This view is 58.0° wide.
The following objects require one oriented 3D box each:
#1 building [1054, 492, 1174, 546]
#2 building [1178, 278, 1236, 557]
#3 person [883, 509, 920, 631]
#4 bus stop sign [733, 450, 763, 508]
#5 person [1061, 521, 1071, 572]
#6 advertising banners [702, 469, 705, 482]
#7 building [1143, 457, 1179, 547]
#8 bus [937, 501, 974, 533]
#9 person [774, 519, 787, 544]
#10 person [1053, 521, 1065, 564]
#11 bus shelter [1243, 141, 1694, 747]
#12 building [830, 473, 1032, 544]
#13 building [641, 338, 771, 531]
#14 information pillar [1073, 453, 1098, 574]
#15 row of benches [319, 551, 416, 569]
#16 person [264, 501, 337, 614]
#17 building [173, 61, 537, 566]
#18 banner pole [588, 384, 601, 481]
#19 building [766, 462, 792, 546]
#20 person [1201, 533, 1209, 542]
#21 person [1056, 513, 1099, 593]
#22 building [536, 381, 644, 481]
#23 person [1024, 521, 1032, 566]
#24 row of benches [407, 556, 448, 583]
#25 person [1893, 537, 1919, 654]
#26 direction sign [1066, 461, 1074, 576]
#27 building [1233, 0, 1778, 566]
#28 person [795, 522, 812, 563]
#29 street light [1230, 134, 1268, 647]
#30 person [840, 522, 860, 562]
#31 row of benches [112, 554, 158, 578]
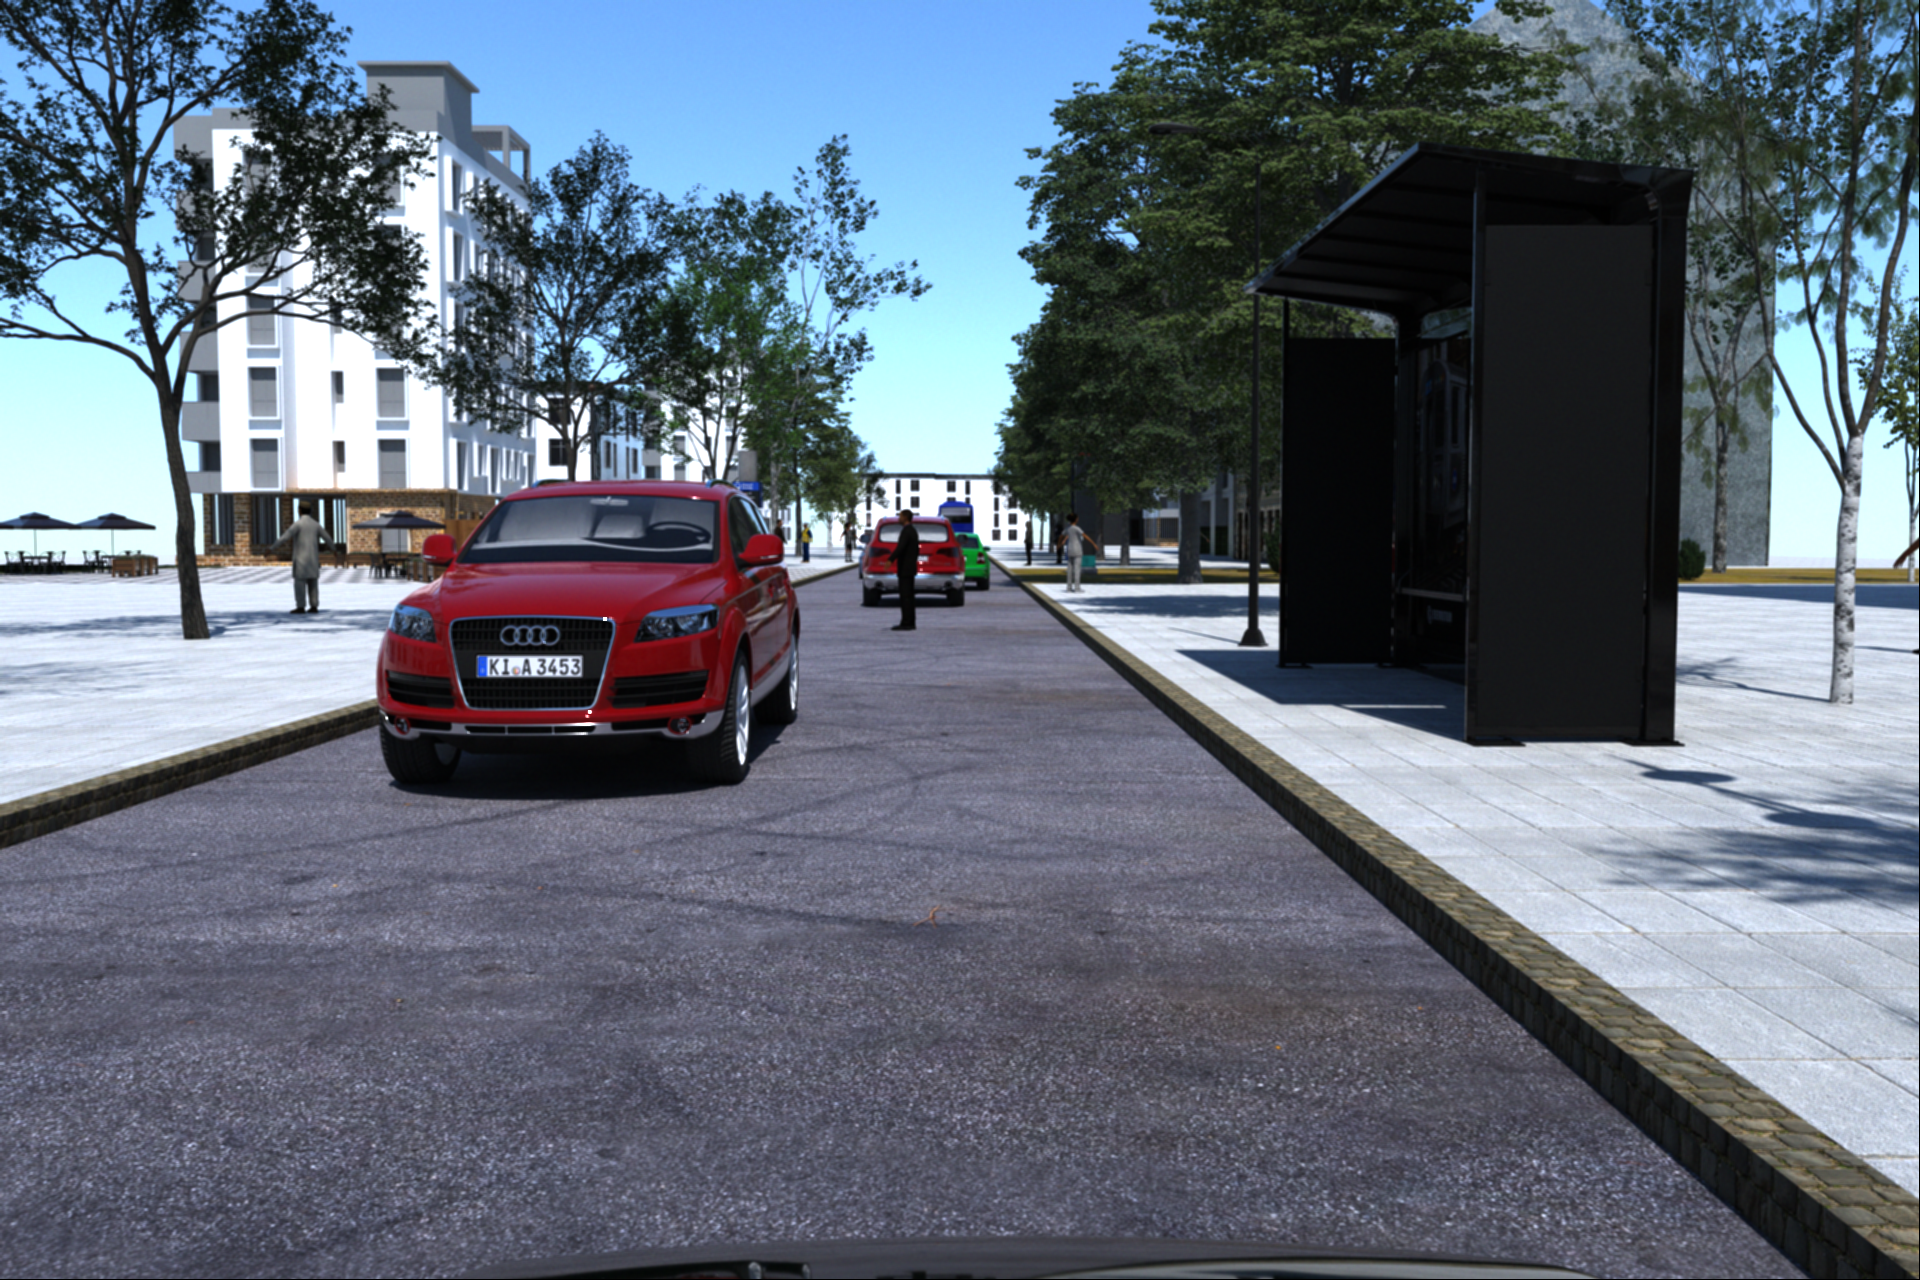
[{"bbox_3d":[24.515,-22.184,206.683,27.936,21.610,32.646,0,4,0],"label":"building"},{"bbox_3d":[23.579,-14.553,104.398,16.747,18.905,31.486,0,3,0],"label":"building"},{"bbox_3d":[-0.823,-1.051,25.863,0.704,1.802,1.346,1,4,16],"label":"person"},{"bbox_3d":[-6.712,-4.026,54.845,0.837,3.901,0.837,0,4,0],"label":"bus stop sign"},{"bbox_3d":[3.760,-3.212,58.645,0.704,1.817,1.347,2,4,23],"label":"person"},{"bbox_3d":[-6.941,-3.064,46.290,0.090,3.025,2.074,0,3,0],"label":"advertising banners"},{"bbox_3d":[24.815,-20.090,184.887,16.016,20.090,11.380,0,4,0],"label":"building"},{"bbox_3d":[-0.387,-8.441,129.549,2.896,3.916,12.251,0,4,-1],"label":"bus"},{"bbox_3d":[-6.397,-3.396,61.658,0.704,1.812,1.346,0,4,7],"label":"person"},{"bbox_3d":[4.235,-4.211,74.630,0.705,1.856,1.354,0,4,-6],"label":"person"},{"bbox_3d":[3.581,-1.360,13.515,1.731,3.624,6.357,0,4,0],"label":"bus shelter"},{"bbox_3d":[-3.947,-17.981,238.585,28.070,9.664,9.099,0,4,-7],"label":"building"},{"bbox_3d":[-24.609,-19.049,167.871,16.016,20.090,11.380,0,4,-1],"label":"building"},{"bbox_3d":[4.012,-4.039,55.422,0.750,3.857,0.750,0,4,1],"label":"information pillar"},{"bbox_3d":[-22.139,-2.998,64.484,4.104,0.672,1.422,1,4,10],"label":"row of benches"},{"bbox_3d":[-10.610,-1.342,28.028,0.704,1.819,1.344,2,4,33],"label":"person"},{"bbox_3d":[-25.535,-13.108,70.732,16.016,20.090,11.380,0,4,1],"label":"building"},{"bbox_3d":[-6.143,-2.399,29.247,0.401,3.779,0.863,0,4,1],"label":"banner pole"},{"bbox_3d":[-23.908,-15.790,200.312,9.099,9.664,28.070,0,4,0],"label":"building"},{"bbox_3d":[10.382,-4.312,76.778,1.348,1.796,0.705,-1,4,-11],"label":"person"},{"bbox_3d":[2.561,-1.912,38.034,0.721,1.739,1.217,-3,5,-44],"label":"person"},{"bbox_3d":[-24.399,-10.202,108.949,9.099,9.664,28.070,0,4,0],"label":"building"},{"bbox_3d":[2.752,-3.931,70.401,0.705,1.813,1.348,0,4,7],"label":"person"},{"bbox_3d":[-14.086,-1.882,46.226,1.422,0.672,4.104,-2,4,-27],"label":"row of benches"},{"bbox_3d":[10.380,-0.768,18.340,0.704,1.855,1.343,0,4,-3],"label":"person"},{"bbox_3d":[3.421,-3.710,52.650,0.379,3.537,0.876,0,4,-1],"label":"direction sign"},{"bbox_3d":[22.931,-15.064,77.221,19.493,23.208,18.063,0,4,0],"label":"building"},{"bbox_3d":[-6.953,-4.391,77.769,0.705,1.833,1.349,-3,4,-37],"label":"person"},{"bbox_3d":[3.906,-2.884,19.696,1.470,5.913,1.316,0,4,0],"label":"street light"},{"bbox_3d":[-5.067,-4.467,79.172,0.704,1.843,1.345,3,5,41],"label":"person"},{"bbox_3d":[-25.239,-2.295,52.991,1.422,0.672,4.104,-1,4,-15],"label":"row of benches"}]
